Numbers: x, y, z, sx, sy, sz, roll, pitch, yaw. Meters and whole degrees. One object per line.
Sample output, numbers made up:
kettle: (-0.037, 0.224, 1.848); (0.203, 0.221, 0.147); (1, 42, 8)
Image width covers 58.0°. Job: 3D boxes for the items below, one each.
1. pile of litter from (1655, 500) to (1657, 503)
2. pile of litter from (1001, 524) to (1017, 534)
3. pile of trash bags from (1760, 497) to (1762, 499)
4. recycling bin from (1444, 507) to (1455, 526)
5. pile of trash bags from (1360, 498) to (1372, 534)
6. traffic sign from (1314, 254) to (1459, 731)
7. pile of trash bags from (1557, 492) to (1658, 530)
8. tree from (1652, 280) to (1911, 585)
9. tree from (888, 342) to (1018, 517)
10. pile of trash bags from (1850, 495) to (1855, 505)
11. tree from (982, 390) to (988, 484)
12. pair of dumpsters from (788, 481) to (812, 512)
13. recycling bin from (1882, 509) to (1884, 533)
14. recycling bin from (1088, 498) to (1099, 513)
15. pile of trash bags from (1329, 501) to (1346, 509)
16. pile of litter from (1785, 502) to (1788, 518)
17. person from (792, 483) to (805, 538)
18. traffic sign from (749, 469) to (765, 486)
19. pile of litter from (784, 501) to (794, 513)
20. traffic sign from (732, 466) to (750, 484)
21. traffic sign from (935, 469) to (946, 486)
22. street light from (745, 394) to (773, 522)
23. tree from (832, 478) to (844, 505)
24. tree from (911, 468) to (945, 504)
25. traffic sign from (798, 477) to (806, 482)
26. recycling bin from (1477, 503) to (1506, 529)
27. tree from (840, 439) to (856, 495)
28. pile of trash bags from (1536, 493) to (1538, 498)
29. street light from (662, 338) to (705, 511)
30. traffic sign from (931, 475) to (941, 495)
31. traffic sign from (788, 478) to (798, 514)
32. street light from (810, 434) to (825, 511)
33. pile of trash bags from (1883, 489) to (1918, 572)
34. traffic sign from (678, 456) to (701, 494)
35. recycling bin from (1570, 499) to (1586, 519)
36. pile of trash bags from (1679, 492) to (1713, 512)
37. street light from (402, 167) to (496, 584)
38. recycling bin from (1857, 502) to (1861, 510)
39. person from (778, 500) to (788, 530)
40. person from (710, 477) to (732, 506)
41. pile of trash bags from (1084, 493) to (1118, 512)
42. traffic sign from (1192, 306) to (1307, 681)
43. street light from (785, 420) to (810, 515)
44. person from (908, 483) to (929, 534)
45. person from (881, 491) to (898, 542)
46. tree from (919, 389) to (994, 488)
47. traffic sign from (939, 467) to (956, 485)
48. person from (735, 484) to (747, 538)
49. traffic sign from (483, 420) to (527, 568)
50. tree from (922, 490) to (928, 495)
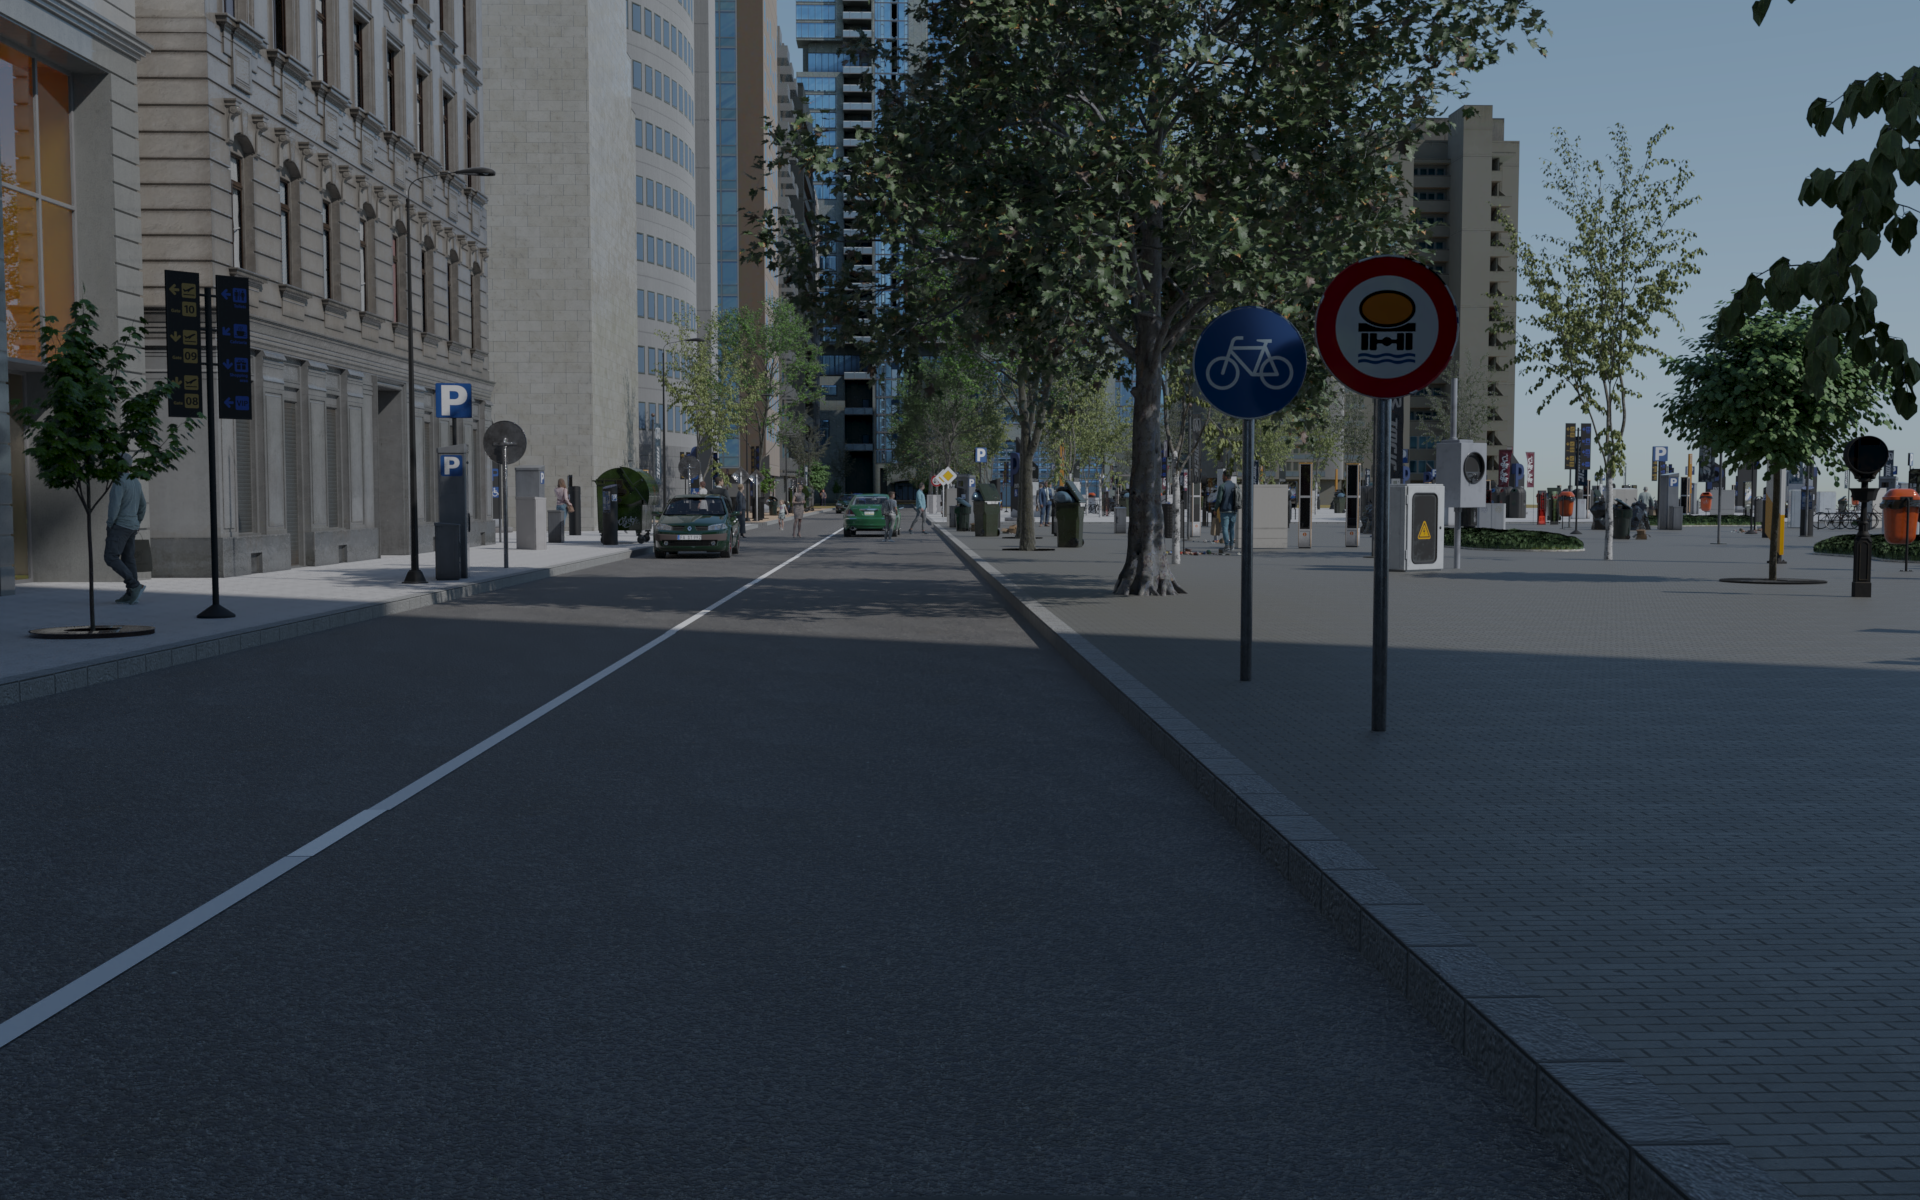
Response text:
pile of litter: (53.972, -7.395, 134.881); (1.719, 0.858, 1.176); (0, 4, -1)
pile of litter: (1.873, -2.587, 56.260); (1.176, 0.858, 1.719); (1, 4, 18)
pile of trash bags: (58.442, -6.943, 123.274); (3.447, 1.369, 1.912); (3, 5, 42)
recycling bin: (19.833, -3.521, 70.116); (0.722, 1.027, 0.722); (-1, 4, -21)
pile of trash bags: (13.887, -2.815, 55.782); (1.912, 1.369, 3.447); (1, 4, 9)
traffic sign: (2.273, -0.563, 9.318); (0.768, 2.556, 0.104); (0, 4, 2)
pile of trash bags: (23.235, -3.233, 62.618); (1.912, 1.369, 3.447); (-3, 5, -44)
tree: (11.854, -2.527, 25.025); (4.285, 4.588, 4.351); (0, 3, 0)
tree: (-0.559, -9.850, 95.461); (7.601, 10.594, 8.767); (2, 4, 24)
pile of trash bags: (67.755, -7.252, 128.329); (3.447, 1.369, 1.912); (0, 4, 1)
tree: (3.635, -6.772, 61.082); (4.737, 8.622, 4.395); (0, 3, 0)
pair of dumpsters: (-11.427, -7.402, 123.518); (1.574, 2.255, 4.437); (0, 4, -2)
recycling bin: (24.681, -2.012, 45.456); (0.722, 1.027, 0.722); (1, 4, 12)
recycling bin: (9.134, -6.520, 119.162); (0.722, 1.027, 0.722); (2, 4, 27)
pile of trash bags: (32.696, -8.313, 145.665); (3.447, 1.369, 1.912); (-3, 5, -42)
pile of litter: (44.632, -4.843, 93.154); (1.176, 0.858, 1.719); (0, 4, -2)
person: (-5.268, -2.930, 56.754); (0.599, 1.781, 0.374); (-3, 5, -43)
traffic sign: (-9.445, -4.783, 80.386); (0.795, 2.593, 0.064); (0, 4, -2)
pile of litter: (-11.474, -6.204, 115.401); (1.719, 0.858, 1.176); (2, 4, 28)
traffic sign: (-9.169, -4.295, 72.406); (0.795, 2.593, 0.064); (0, 4, -2)
traffic sign: (-0.755, -4.800, 80.665); (0.795, 2.593, 0.064); (0, 4, -2)
street light: (-9.344, -6.596, 80.382); (1.470, 5.913, 1.316); (0, 4, -2)
tree: (-14.933, -13.135, 209.366); (1.663, 3.219, 1.824); (0, 3, 0)
tree: (-4.744, -15.122, 230.961); (4.285, 4.588, 4.351); (0, 3, 0)
traffic sign: (-11.641, -7.761, 127.005); (0.768, 2.556, 0.104); (0, 4, 3)
recycling bin: (14.276, -2.080, 46.563); (0.722, 1.027, 0.722); (1, 4, 16)
tree: (-15.811, -17.150, 230.767); (4.360, 8.622, 3.978); (0, 3, 0)
pile of trash bags: (46.182, -8.109, 142.332); (3.447, 1.369, 1.912); (2, 4, 27)
street light: (-8.269, -4.833, 51.567); (1.470, 5.913, 1.316); (0, 4, -2)
traffic sign: (-1.575, -7.127, 116.640); (0.768, 2.556, 0.104); (0, 4, 2)
traffic sign: (-10.631, -6.608, 110.167); (0.606, 2.300, 0.079); (0, 4, 7)
street light: (-11.181, -9.899, 134.385); (1.470, 5.913, 1.316); (0, 4, -2)
pile of trash bags: (17.104, -1.164, 28.781); (3.447, 1.369, 1.912); (0, 4, 5)
traffic sign: (-8.975, -3.507, 57.442); (0.768, 2.556, 0.104); (0, 4, 6)
recycling bin: (31.650, -4.664, 88.810); (0.722, 1.027, 0.722); (0, 4, 8)
pile of trash bags: (35.289, -4.632, 85.482); (3.447, 1.369, 1.912); (2, 4, 27)
street light: (-7.291, -3.192, 24.730); (1.470, 5.913, 1.316); (0, 4, -2)
recycling bin: (69.844, -7.429, 134.019); (0.722, 1.027, 0.722); (0, 4, 4)
person: (-7.031, -3.393, 68.989); (0.505, 1.210, 0.382); (2, 4, 28)
person: (-6.467, -2.401, 47.119); (0.648, 1.900, 0.474); (1, 4, 8)
pile of trash bags: (10.830, -7.115, 126.080); (3.447, 1.369, 1.912); (2, 4, 31)
traffic sign: (1.967, -0.717, 11.837); (0.768, 2.556, 0.104); (0, 4, 6)
street light: (-10.218, -8.237, 107.222); (1.470, 5.913, 1.316); (0, 4, -2)
person: (-1.450, -3.268, 61.789); (0.748, 1.841, 0.638); (1, 4, 22)
person: (-2.121, -2.489, 51.799); (0.503, 1.515, 0.523); (0, 4, -7)
tree: (-0.702, -9.968, 113.335); (4.360, 8.622, 3.978); (0, 3, 0)
traffic sign: (-0.479, -4.312, 72.684); (0.795, 2.593, 0.064); (0, 4, -2)
person: (-7.237, -2.933, 56.870); (0.534, 1.772, 0.576); (-3, 5, -43)
traffic sign: (-7.874, -1.827, 29.975); (0.768, 2.556, 0.104); (0, 4, 2)
tree: (-4.476, -13.945, 222.596); (1.663, 3.219, 1.824); (0, 3, 0)
